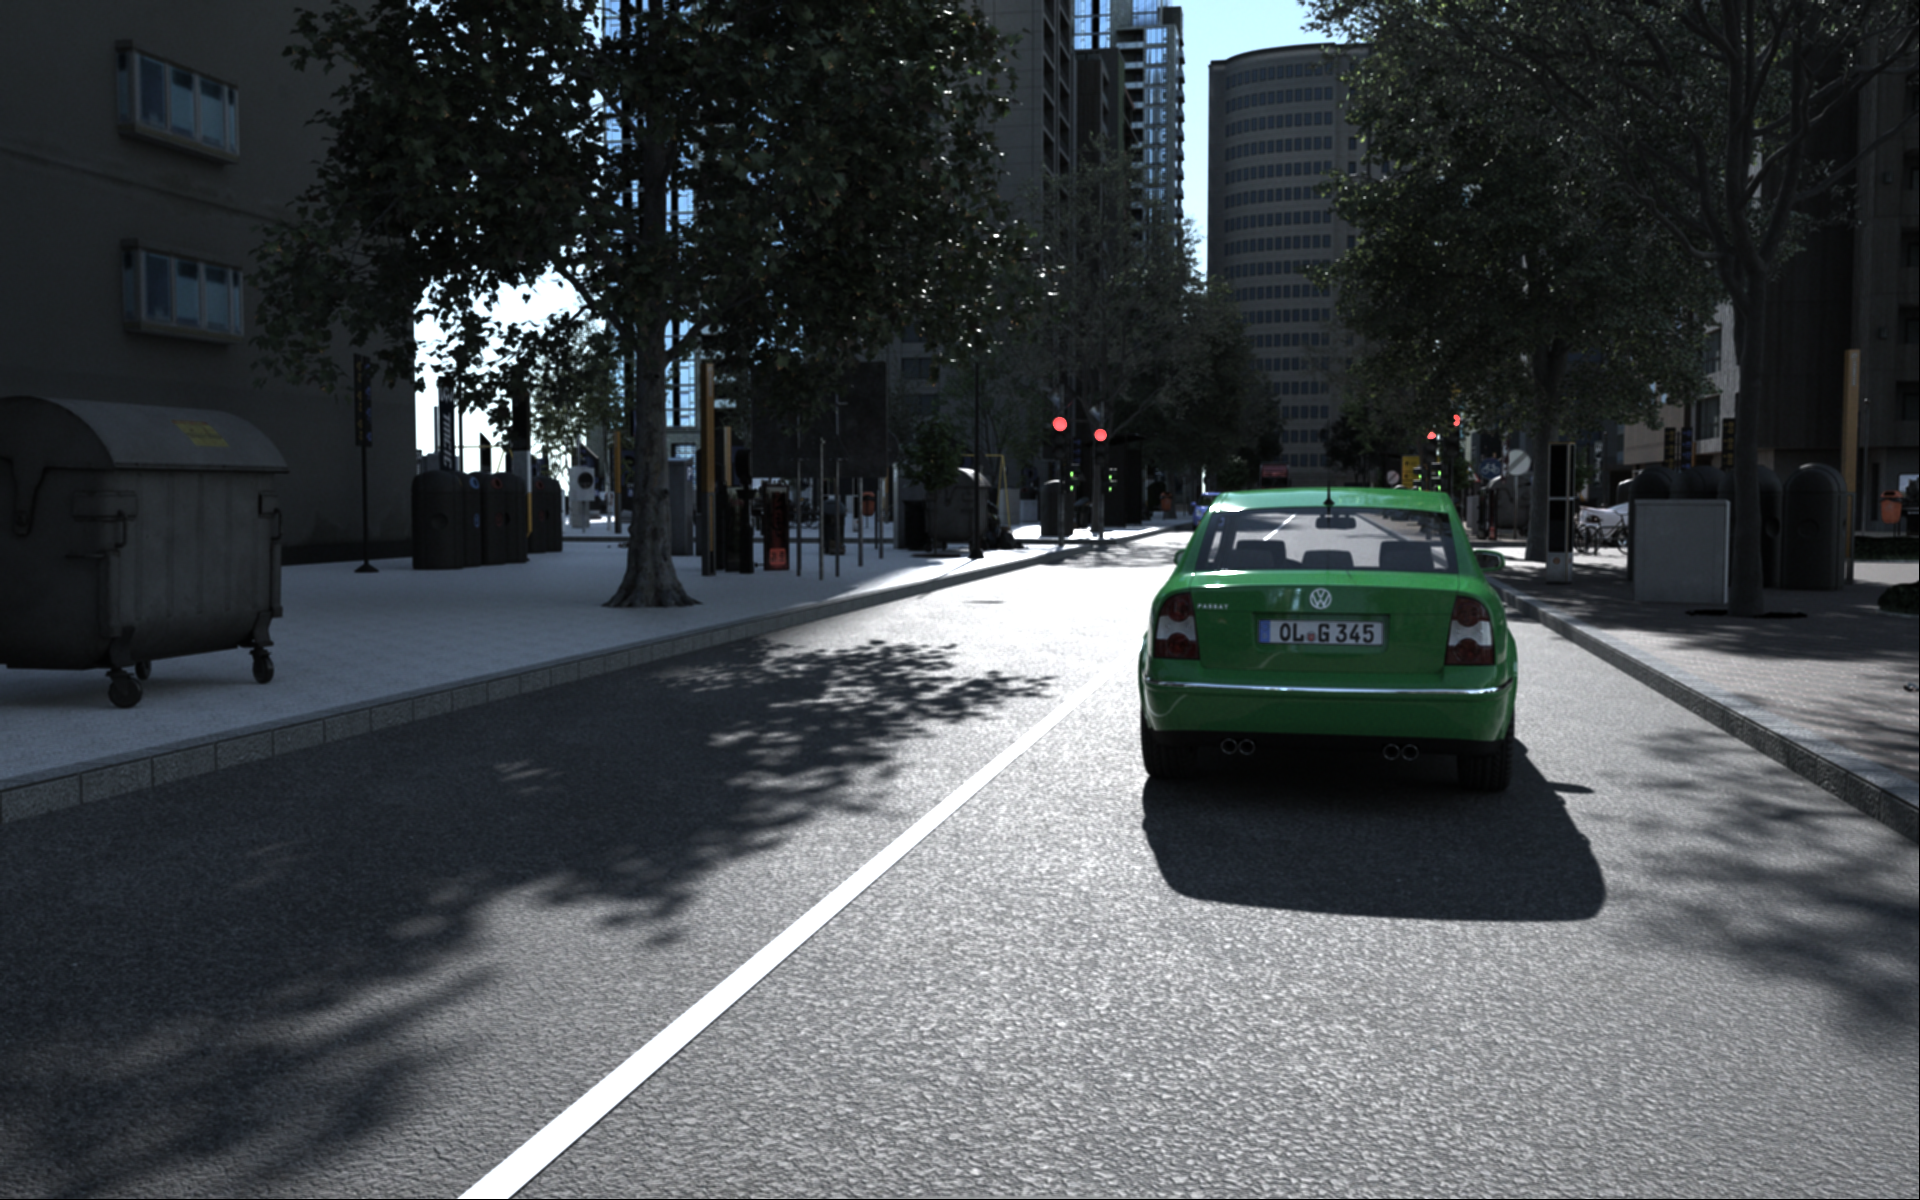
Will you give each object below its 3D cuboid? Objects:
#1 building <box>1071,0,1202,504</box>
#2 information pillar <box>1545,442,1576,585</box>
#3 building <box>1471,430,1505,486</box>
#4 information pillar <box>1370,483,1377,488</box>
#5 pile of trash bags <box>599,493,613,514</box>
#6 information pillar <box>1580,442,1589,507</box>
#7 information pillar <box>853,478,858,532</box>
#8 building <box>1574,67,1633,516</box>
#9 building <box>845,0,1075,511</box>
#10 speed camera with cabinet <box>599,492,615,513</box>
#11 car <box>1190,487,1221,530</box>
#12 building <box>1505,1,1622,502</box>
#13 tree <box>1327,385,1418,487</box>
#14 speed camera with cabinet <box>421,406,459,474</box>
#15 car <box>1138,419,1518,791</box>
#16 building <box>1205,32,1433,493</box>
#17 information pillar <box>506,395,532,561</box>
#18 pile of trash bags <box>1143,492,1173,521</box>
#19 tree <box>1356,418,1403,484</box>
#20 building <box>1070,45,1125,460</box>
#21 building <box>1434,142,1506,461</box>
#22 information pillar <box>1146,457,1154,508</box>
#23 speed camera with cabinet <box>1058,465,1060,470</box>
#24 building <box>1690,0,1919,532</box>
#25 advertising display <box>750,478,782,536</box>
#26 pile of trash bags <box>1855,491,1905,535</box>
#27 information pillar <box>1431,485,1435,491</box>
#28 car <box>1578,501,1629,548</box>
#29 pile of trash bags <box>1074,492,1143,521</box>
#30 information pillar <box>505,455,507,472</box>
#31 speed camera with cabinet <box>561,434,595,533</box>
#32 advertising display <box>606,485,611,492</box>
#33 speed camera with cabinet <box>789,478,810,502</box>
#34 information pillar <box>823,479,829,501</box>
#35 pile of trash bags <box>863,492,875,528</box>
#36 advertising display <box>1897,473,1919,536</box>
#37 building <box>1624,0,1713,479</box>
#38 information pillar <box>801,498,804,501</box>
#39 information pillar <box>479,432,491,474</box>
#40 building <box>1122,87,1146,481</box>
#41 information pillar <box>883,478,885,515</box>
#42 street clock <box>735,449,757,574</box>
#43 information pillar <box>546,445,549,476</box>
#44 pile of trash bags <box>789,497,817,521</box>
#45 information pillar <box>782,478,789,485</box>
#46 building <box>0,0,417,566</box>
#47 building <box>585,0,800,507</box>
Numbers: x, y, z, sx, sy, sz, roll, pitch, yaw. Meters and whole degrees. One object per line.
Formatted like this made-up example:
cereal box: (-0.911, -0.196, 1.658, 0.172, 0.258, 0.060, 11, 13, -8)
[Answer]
building: (16.697, -56.125, 230.322, 31.000, 86.520, 22.319, 1, 4, 12)
information pillar: (8.522, -1.229, 24.580, 0.304, 2.012, 0.304, 2, 4, 35)
building: (62.000, -52.068, 163.977, 22.319, 86.520, 31.000, 1, 4, 12)
information pillar: (26.816, -6.595, 112.325, 0.304, 2.012, 0.304, -2, 4, -27)
pile of trash bags: (-23.045, -6.165, 110.544, 1.912, 1.369, 3.447, 1, 4, 14)
information pillar: (28.309, -5.329, 78.483, 0.183, 3.616, 0.504, -1, 4, -15)
information pillar: (-3.489, -3.321, 58.782, 0.304, 2.012, 0.304, 0, 4, -5)
building: (52.230, -24.956, 99.911, 32.217, 40.220, 23.993, 1, 4, 12)
building: (0.194, -42.734, 136.956, 20.563, 71.187, 20.611, 1, 4, 12)
speed camera with cabinet: (-23.898, -7.357, 114.624, 2.038, 3.252, 0.660, 1, 4, 17)
car: (10.210, -3.649, 69.250, 1.945, 1.707, 3.694, 1, 4, 10)
building: (54.303, -36.345, 136.245, 21.231, 58.520, 28.212, 1, 4, 12)
tree: (31.850, -11.984, 130.359, 7.601, 10.594, 8.767, 1, 4, 14)
speed camera with cabinet: (-11.058, -2.736, 39.065, 2.038, 3.252, 0.660, 0, 4, 7)
car: (2.126, -0.066, 9.869, 1.959, 1.807, 4.718, 1, 4, 14)
building: (46.451, -41.763, 224.830, 28.212, 58.520, 21.231, 1, 4, 12)
information pillar: (-8.382, -2.553, 33.100, 0.504, 3.616, 0.183, 3, 5, 40)
pile of trash bags: (8.665, -4.540, 83.977, 3.447, 1.369, 1.912, -1, 4, -15)
tree: (34.740, -11.785, 143.039, 4.360, 8.622, 3.978, 0, 3, 0)
building: (6.913, -28.860, 155.447, 14.154, 41.232, 14.086, 1, 4, 12)
building: (75.392, -36.735, 220.227, 30.456, 49.044, 23.786, 1, 4, 12)
information pillar: (10.819, -6.563, 98.660, 0.504, 3.616, 0.183, -1, 4, -16)
speed camera with cabinet: (6.289, -7.536, 117.551, 0.660, 3.252, 2.038, -1, 4, -19)
building: (35.217, -17.772, 62.270, 14.107, 30.474, 14.160, 1, 4, 12)
advertising display: (-5.981, -2.951, 53.465, 0.974, 1.923, 0.123, -1, 4, -17)
pile of trash bags: (25.635, -2.485, 50.386, 1.912, 1.369, 3.447, -3, 4, -39)
information pillar: (17.117, -3.582, 63.053, 0.304, 2.012, 0.304, 0, 4, 7)
car: (18.240, -1.936, 44.010, 4.827, 1.381, 2.083, 1, 4, 12)
pile of trash bags: (6.514, -4.343, 80.760, 3.447, 1.369, 1.912, 1, 4, 19)
information pillar: (-22.140, -5.750, 85.368, 0.504, 3.616, 0.183, -1, 4, -9)
speed camera with cabinet: (-12.995, -3.812, 56.655, 2.038, 3.252, 0.660, -3, 5, -40)
advertising display: (-24.036, -6.919, 118.338, 0.123, 1.923, 0.974, -2, 4, -24)
speed camera with cabinet: (-9.154, -6.111, 94.248, 2.038, 3.252, 0.660, 1, 4, 15)
information pillar: (-6.586, -4.923, 84.978, 0.304, 2.012, 0.304, 0, 4, -2)
pile of trash bags: (-2.078, -3.396, 65.284, 3.447, 1.369, 1.912, 0, 4, 6)
advertising display: (29.143, -2.916, 52.891, 0.123, 1.923, 0.974, -3, 5, -39)
building: (37.760, -25.995, 75.125, 14.600, 45.320, 14.200, 1, 4, 12)
information pillar: (-10.483, -7.465, 113.412, 0.504, 3.616, 0.183, -1, 4, -8)
information pillar: (-17.931, -4.532, 65.450, 0.183, 3.616, 0.504, 2, 4, 35)
building: (5.091, -32.252, 181.937, 28.867, 44.769, 22.147, 1, 4, 12)
information pillar: (-4.616, -6.994, 105.698, 0.504, 3.616, 0.183, 3, 4, 37)
street clock: (-3.453, -1.432, 27.988, 0.358, 2.002, 0.471, 1, 4, 11)
information pillar: (-19.504, -5.538, 81.893, 0.183, 3.616, 0.504, -1, 4, -8)
pile of trash bags: (-8.508, -4.476, 82.942, 3.447, 1.369, 1.912, 0, 4, 2)
information pillar: (-10.537, -6.928, 104.623, 0.504, 3.616, 0.183, 3, 5, 41)
building: (-23.552, -24.592, 25.785, 21.600, 48.544, 21.300, 1, 4, 12)
building: (-24.470, -53.385, 185.519, 31.000, 86.520, 22.319, 1, 4, 12)
